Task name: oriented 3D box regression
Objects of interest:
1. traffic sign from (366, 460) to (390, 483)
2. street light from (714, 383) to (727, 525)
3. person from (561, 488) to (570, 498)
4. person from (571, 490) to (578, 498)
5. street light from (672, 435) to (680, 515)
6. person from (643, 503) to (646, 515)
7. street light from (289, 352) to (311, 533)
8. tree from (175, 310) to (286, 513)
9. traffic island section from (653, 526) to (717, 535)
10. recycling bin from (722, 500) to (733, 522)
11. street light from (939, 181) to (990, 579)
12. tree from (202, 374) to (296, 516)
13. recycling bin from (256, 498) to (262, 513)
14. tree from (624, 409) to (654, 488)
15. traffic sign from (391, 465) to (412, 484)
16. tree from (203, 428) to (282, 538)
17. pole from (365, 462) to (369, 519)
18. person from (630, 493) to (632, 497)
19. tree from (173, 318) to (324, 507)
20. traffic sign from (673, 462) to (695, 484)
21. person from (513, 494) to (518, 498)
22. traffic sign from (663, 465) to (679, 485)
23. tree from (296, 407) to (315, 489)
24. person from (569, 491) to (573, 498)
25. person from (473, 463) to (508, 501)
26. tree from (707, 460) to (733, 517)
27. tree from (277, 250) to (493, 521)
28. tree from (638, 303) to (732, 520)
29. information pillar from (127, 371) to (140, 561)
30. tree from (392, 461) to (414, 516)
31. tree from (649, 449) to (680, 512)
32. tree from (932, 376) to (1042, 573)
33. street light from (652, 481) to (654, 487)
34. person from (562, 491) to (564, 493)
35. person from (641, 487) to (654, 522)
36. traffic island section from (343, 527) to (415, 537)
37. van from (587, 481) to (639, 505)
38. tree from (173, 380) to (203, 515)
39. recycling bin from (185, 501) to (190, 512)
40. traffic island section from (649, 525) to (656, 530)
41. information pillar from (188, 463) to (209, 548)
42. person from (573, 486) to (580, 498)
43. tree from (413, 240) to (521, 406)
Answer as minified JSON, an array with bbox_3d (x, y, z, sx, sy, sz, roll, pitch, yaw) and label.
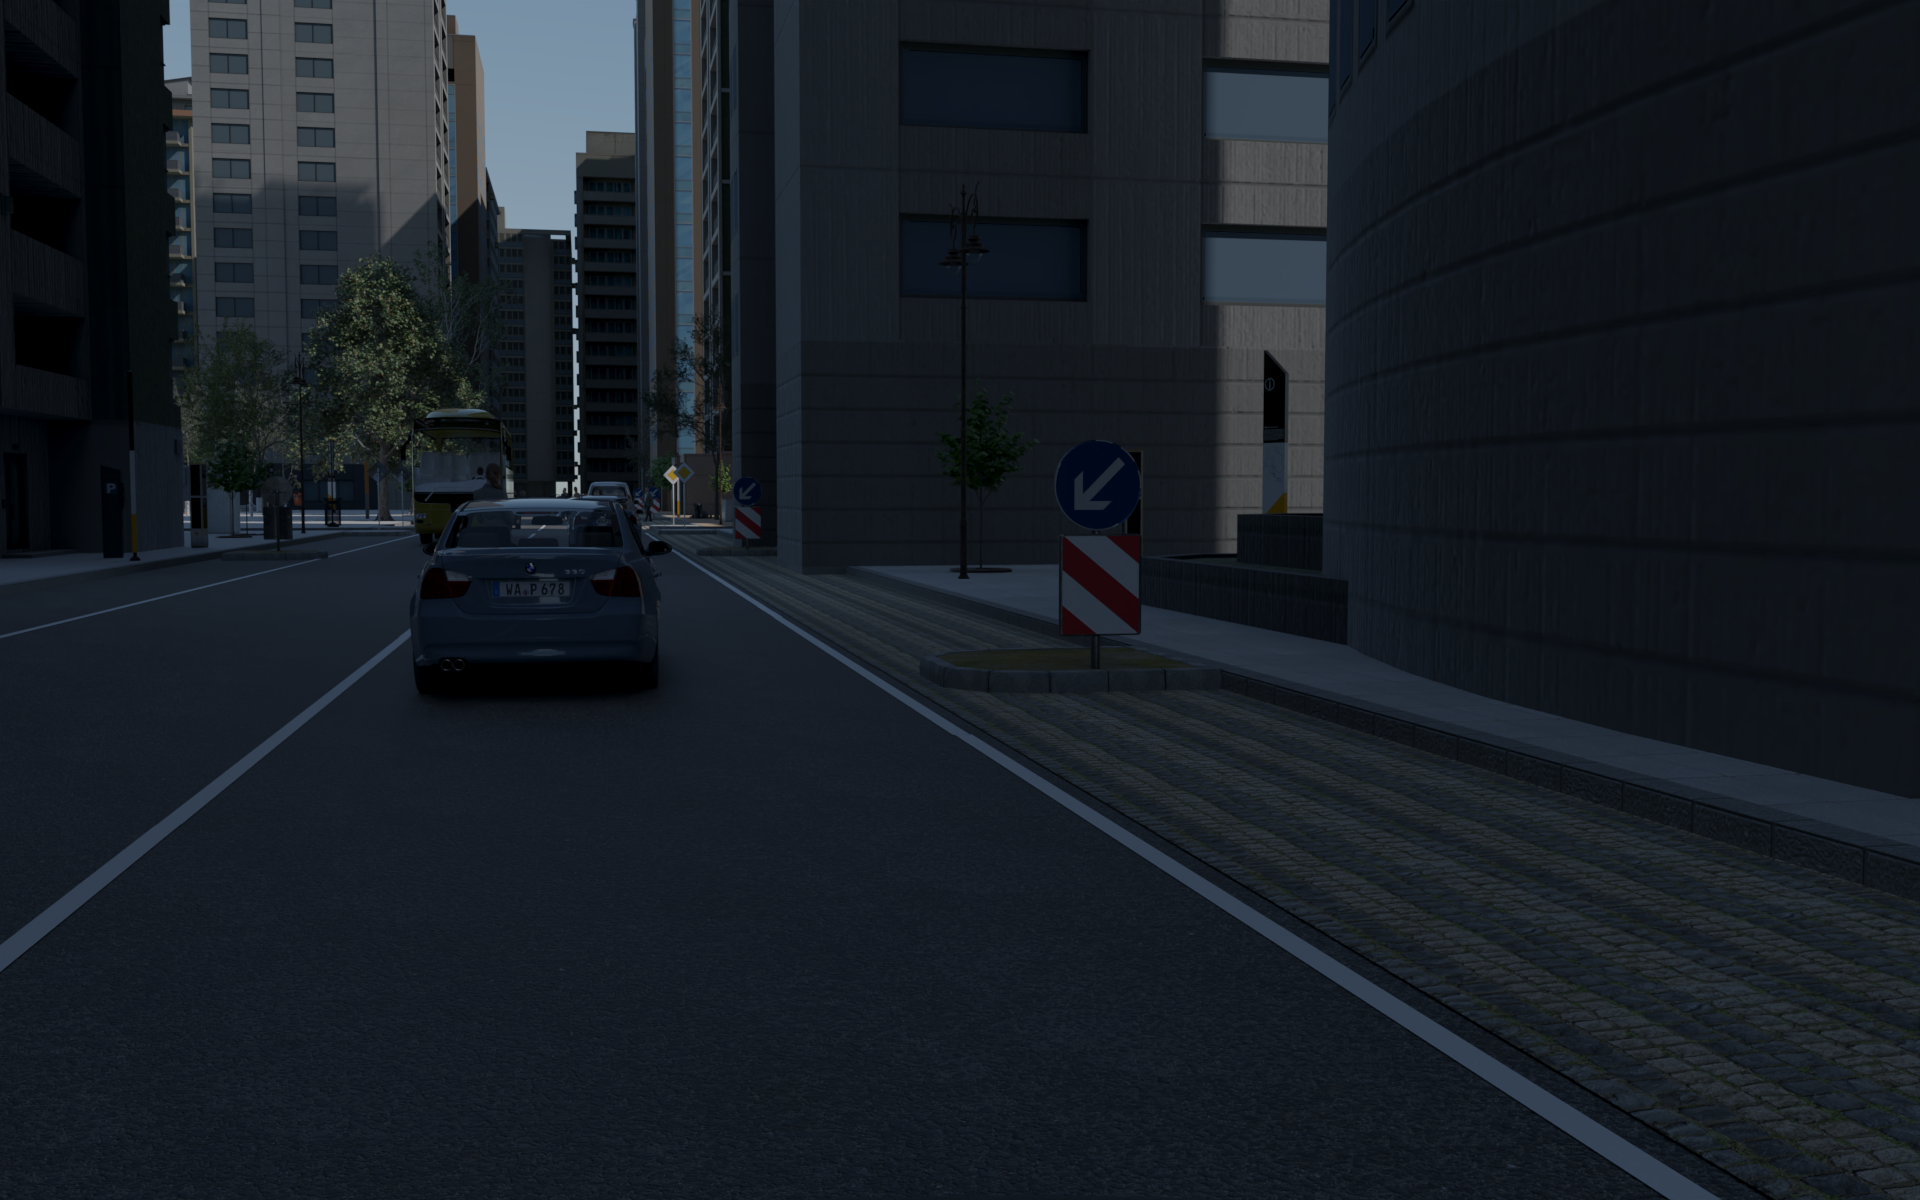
[{"bbox_3d":[-20.119,-3.530,59.900,0.795,2.593,0.064,-1,4,-12],"label":"traffic sign"},{"bbox_3d":[-10.012,-6.088,72.324,0.468,5.910,1.993,-1,4,-12],"label":"street light"},{"bbox_3d":[-20.640,-4.984,90.412,0.576,1.772,0.534,-1,4,-19],"label":"person"},{"bbox_3d":[-25.719,-6.563,116.162,0.532,1.782,0.716,2,4,35],"label":"person"},{"bbox_3d":[-17.599,-8.233,107.402,0.468,5.910,1.993,-1,4,-12],"label":"street light"},{"bbox_3d":[-21.688,-6.494,119.354,0.352,1.250,0.332,0,4,6],"label":"person"},{"bbox_3d":[-21.425,-5.110,56.337,0.468,5.910,1.993,-1,4,-12],"label":"street light"},{"bbox_3d":[-29.721,-7.322,70.075,4.737,8.622,4.395,0,3,0],"label":"tree"},{"bbox_3d":[-9.837,-2.440,62.183,2.009,0.180,2.903,-1,4,-12],"label":"traffic island section"},{"bbox_3d":[-10.636,-4.146,80.345,0.722,1.027,0.722,-1,4,-22],"label":"recycling bin"},{"bbox_3d":[0.055,-3.255,26.003,0.468,5.910,1.993,-1,4,-12],"label":"street light"},{"bbox_3d":[-40.780,-9.122,99.501,4.360,8.622,3.978,0,3,0],"label":"tree"},{"bbox_3d":[-48.565,-6.605,120.547,0.722,1.027,0.722,-2,4,-27],"label":"recycling bin"},{"bbox_3d":[-26.417,-12.014,146.795,4.360,8.622,3.978,0,3,0],"label":"tree"},{"bbox_3d":[-21.811,-4.007,67.704,0.795,2.593,0.064,-1,4,-12],"label":"traffic sign"},{"bbox_3d":[-22.160,-3.608,53.594,1.663,3.219,1.824,0,3,0],"label":"tree"},{"bbox_3d":[-30.645,-5.850,89.486,0.158,3.312,0.155,0,3,0],"label":"pole"},{"bbox_3d":[-40.836,-12.579,214.973,0.557,1.426,1.065,-1,4,-9],"label":"person"},{"bbox_3d":[-37.408,-9.658,92.316,7.601,10.594,8.767,0,4,5],"label":"tree"},{"bbox_3d":[-9.858,-3.664,62.095,0.795,2.593,0.064,-1,4,-12],"label":"traffic sign"},{"bbox_3d":[-37.910,-8.394,146.569,1.217,1.723,0.721,-2,4,-30],"label":"person"},{"bbox_3d":[-11.550,-4.141,69.900,0.795,2.593,0.064,-1,4,-12],"label":"traffic sign"},{"bbox_3d":[-43.239,-9.853,111.463,4.360,8.622,3.978,0,3,0],"label":"tree"},{"bbox_3d":[-46.270,-12.023,205.092,0.705,1.822,1.348,2,4,32],"label":"person"},{"bbox_3d":[-5.412,-0.702,20.260,0.520,1.790,0.573,0,4,6],"label":"person"},{"bbox_3d":[-13.107,-6.209,96.122,1.663,3.219,1.824,0,3,0],"label":"tree"},{"bbox_3d":[-27.178,-10.073,81.694,9.611,12.733,9.660,0,3,0],"label":"tree"},{"bbox_3d":[-12.256,-9.244,85.553,8.767,10.594,7.601,1,4,20],"label":"tree"},{"bbox_3d":[-15.902,-2.564,33.282,0.183,3.616,0.504,-2,4,-25],"label":"information pillar"},{"bbox_3d":[-31.792,-6.472,100.418,1.663,3.219,1.824,0,3,0],"label":"tree"},{"bbox_3d":[-21.306,-8.802,127.631,4.285,4.588,4.351,0,3,0],"label":"tree"},{"bbox_3d":[0.288,-2.081,28.619,1.663,3.219,1.824,0,3,0],"label":"tree"},{"bbox_3d":[-25.351,-10.411,143.005,0.468,5.910,1.993,-1,4,-12],"label":"street light"},{"bbox_3d":[-29.755,-7.397,129.991,0.362,1.759,0.519,-3,5,-39],"label":"person"},{"bbox_3d":[-16.177,-4.926,89.437,0.661,1.777,0.834,2,4,29],"label":"person"},{"bbox_3d":[-20.141,-2.305,59.962,2.009,0.180,2.903,-1,4,-12],"label":"traffic island section"},{"bbox_3d":[-12.203,-3.262,60.341,2.013,2.044,4.112,-1,4,-11],"label":"van"},{"bbox_3d":[-46.521,-9.367,103.513,4.360,8.622,3.978,0,3,0],"label":"tree"},{"bbox_3d":[-50.620,-6.187,113.707,0.722,1.027,0.722,0,4,1],"label":"recycling bin"},{"bbox_3d":[-11.529,-2.918,69.987,2.009,0.180,2.903,-1,4,-12],"label":"traffic island section"},{"bbox_3d":[-18.190,-2.256,41.379,0.304,2.012,0.304,0,3,0],"label":"information pillar"},{"bbox_3d":[-17.530,-4.300,79.154,0.374,1.781,0.599,2,4,24],"label":"person"},{"bbox_3d":[-40.052,-16.900,132.203,12.611,20.169,13.585,0,3,0],"label":"tree"}]
